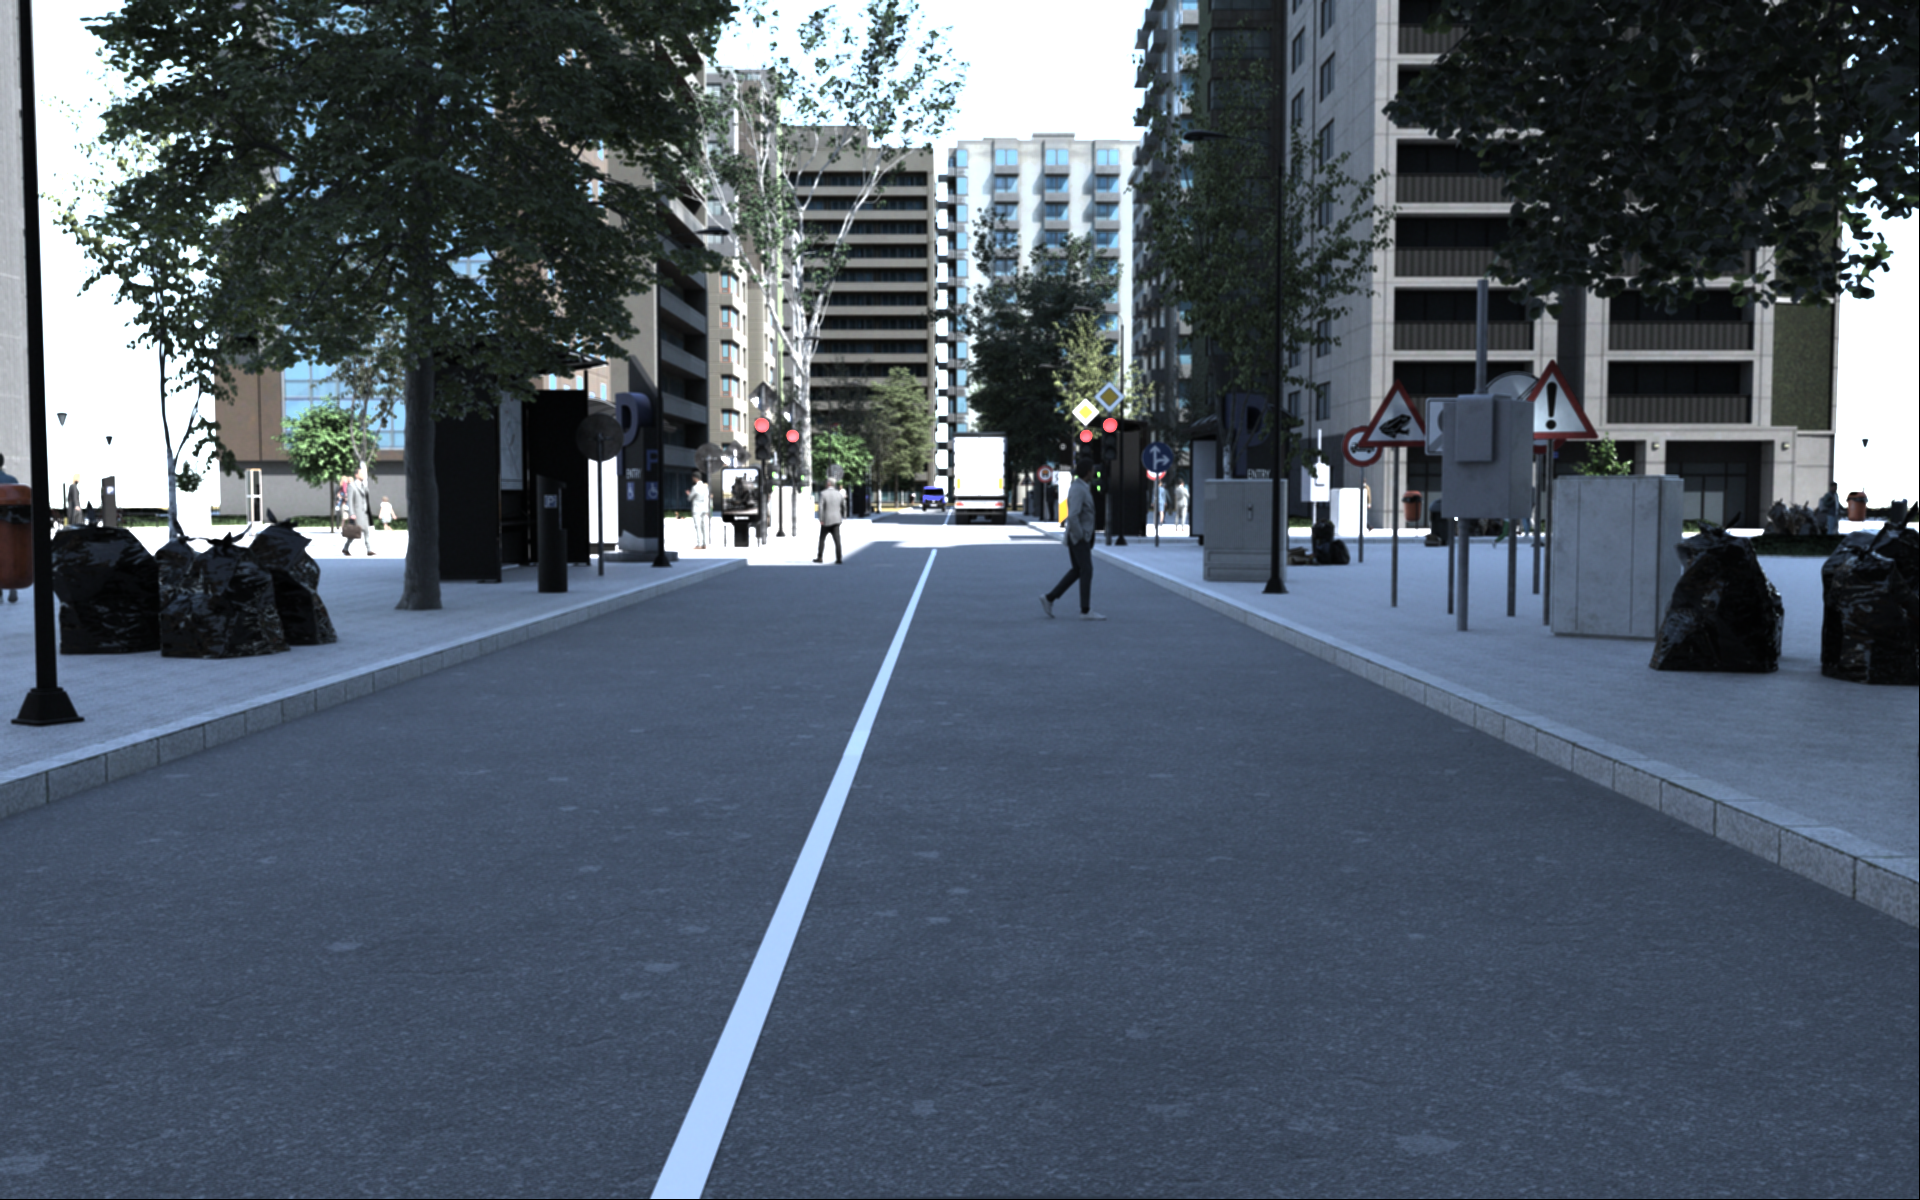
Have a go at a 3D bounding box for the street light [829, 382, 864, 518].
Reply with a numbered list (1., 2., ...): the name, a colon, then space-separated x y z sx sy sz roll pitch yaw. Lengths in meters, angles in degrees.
1. street light: -4.875 -6.080 71.941 1.470 5.913 1.316 0 3 0

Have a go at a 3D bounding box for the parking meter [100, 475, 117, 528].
1. parking meter: -26.038 -2.890 52.965 0.255 1.863 0.399 3 5 42

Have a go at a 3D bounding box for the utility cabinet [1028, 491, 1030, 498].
1. utility cabinet: 5.206 -6.861 120.851 1.173 1.500 0.318 0 4 -2

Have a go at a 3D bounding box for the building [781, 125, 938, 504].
1. building: -13.779 -37.118 230.582 21.600 48.544 21.300 0 3 0

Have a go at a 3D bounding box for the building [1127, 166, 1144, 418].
1. building: 30.678 -29.793 178.990 32.217 40.220 23.993 0 3 0

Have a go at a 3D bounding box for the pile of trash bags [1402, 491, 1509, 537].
1. pile of trash bags: 14.994 -2.622 52.621 3.447 1.369 1.912 -1 4 -17

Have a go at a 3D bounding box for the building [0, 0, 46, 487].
1. building: -46.886 -23.520 68.150 14.086 41.232 14.154 0 3 0

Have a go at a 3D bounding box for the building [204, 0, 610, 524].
1. building: -24.539 -26.253 79.342 14.600 45.320 14.200 0 3 0

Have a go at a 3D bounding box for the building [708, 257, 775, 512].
1. building: -30.384 -18.089 140.802 27.650 21.520 28.899 0 3 0

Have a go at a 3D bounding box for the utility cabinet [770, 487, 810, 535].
1. utility cabinet: -5.257 -2.745 53.561 1.173 1.500 0.318 -1 4 -17

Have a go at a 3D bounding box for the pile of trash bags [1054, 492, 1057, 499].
1. pile of trash bags: 6.152 -4.660 85.951 3.447 1.369 1.912 -1 4 -11

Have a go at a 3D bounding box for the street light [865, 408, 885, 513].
1. street light: -4.806 -7.388 93.333 1.470 5.913 1.316 0 3 0

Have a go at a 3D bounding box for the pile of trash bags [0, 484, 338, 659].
1. pile of trash bags: -7.029 -0.303 14.710 3.447 1.369 1.912 1 4 19

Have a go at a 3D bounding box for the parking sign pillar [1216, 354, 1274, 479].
1. parking sign pillar: 5.574 -2.773 33.809 1.447 3.967 1.447 -3 5 -42

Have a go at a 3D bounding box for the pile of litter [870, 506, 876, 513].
1. pile of litter: -6.617 -6.482 119.940 1.719 0.858 1.176 -1 4 -11

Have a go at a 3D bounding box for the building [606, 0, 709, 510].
1. building: -27.694 -29.508 106.153 21.300 48.544 21.600 0 3 0

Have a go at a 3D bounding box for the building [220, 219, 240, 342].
1. building: -68.470 -25.195 183.640 14.107 30.474 14.160 0 3 0

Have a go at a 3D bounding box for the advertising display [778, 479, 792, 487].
1. advertising display: -7.514 -4.254 74.766 0.123 1.923 0.974 -3 5 -44

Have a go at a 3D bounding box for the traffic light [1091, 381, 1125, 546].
1. traffic light: 3.691 -3.316 43.130 0.839 4.253 0.868 0 3 0

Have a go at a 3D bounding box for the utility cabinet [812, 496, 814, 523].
1. utility cabinet: -7.020 -4.070 77.701 1.020 1.237 0.306 -3 5 -44

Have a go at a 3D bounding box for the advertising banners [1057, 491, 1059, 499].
1. advertising banners: 4.947 -5.362 83.852 0.090 3.025 2.074 -1 4 -11

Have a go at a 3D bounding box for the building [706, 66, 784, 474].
1. building: -24.208 -29.240 161.662 14.154 41.232 14.086 0 3 0

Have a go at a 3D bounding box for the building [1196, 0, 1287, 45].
1. building: 19.916 -19.860 96.405 14.160 30.474 14.107 0 3 0

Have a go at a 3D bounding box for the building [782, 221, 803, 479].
1. building: -23.844 -25.200 183.717 14.107 30.474 14.160 0 3 0

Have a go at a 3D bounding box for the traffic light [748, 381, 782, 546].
1. traffic light: -4.870 -3.314 43.102 0.839 4.253 0.868 0 3 0

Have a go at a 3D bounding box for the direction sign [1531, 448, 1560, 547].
1. direction sign: 14.155 -3.074 42.253 0.876 3.537 0.379 1 4 12

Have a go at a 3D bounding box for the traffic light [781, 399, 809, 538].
1. traffic light: -4.882 -3.802 51.087 0.839 4.253 0.868 0 3 0

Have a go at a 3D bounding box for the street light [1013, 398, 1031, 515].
1. street light: 3.430 -6.787 83.501 1.470 5.913 1.316 0 3 0

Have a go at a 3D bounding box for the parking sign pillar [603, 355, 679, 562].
1. parking sign pillar: -6.111 -2.728 33.067 1.447 3.967 1.447 -2 4 -34

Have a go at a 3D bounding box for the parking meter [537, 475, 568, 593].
1. parking meter: -5.329 -0.870 22.629 0.372 1.533 0.369 0 3 0

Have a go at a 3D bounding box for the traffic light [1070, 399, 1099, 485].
1. traffic light: 3.679 -3.804 51.115 0.839 4.253 0.868 0 3 0

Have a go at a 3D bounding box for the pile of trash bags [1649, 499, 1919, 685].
1. pile of trash bags: 6.681 -0.157 12.312 3.447 1.369 1.912 3 5 44

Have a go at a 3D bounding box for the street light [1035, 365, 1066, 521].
1. street light: 3.514 -5.486 62.234 1.470 5.913 1.316 0 3 0

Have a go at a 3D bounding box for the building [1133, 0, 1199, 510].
1. building: 26.961 -32.534 151.542 23.786 49.044 30.456 0 3 0

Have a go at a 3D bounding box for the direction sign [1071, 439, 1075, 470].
1. direction sign: 4.676 -4.878 71.755 0.379 3.537 0.876 1 4 13

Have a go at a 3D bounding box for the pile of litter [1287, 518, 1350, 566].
1. pile of litter: 6.389 -1.076 31.550 1.719 0.858 1.176 -1 4 -22

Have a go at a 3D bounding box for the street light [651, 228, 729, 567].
1. street light: -4.728 -3.538 30.389 1.470 5.913 1.316 0 3 0

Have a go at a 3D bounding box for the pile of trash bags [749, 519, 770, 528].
1. pile of trash bags: -7.276 -3.452 66.193 1.912 1.369 3.447 2 4 25

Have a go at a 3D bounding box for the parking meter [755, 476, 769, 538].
1. parking meter: -5.764 -2.734 50.405 0.399 1.863 0.255 -1 4 -12

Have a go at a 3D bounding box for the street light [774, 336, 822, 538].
1. street light: -4.757 -4.799 51.004 1.470 5.913 1.316 0 3 0

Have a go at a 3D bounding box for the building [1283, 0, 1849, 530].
1. building: 25.573 -38.671 70.521 20.611 71.187 20.563 0 3 0

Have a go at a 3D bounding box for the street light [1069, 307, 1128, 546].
1. street light: 3.485 -4.317 43.117 1.470 5.913 1.316 0 3 0

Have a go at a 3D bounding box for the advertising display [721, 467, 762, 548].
1. advertising display: -5.216 -2.209 41.328 0.974 1.923 0.123 1 4 14

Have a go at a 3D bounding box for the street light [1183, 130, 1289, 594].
1. street light: 3.547 -3.042 22.281 1.470 5.913 1.316 0 3 0

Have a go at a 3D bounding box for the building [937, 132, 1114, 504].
1. building: 12.248 -37.432 231.618 30.456 49.044 23.786 0 3 0

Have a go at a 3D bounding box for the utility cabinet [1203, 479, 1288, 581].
1. utility cabinet: 4.176 -1.021 25.366 1.173 1.500 0.318 1 4 21

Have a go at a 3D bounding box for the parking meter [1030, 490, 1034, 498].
1. parking meter: 4.583 -6.098 108.106 0.372 1.533 0.369 0 3 0

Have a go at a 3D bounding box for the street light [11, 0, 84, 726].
1. street light: -4.588 -2.264 9.553 1.470 5.913 1.316 0 3 0
